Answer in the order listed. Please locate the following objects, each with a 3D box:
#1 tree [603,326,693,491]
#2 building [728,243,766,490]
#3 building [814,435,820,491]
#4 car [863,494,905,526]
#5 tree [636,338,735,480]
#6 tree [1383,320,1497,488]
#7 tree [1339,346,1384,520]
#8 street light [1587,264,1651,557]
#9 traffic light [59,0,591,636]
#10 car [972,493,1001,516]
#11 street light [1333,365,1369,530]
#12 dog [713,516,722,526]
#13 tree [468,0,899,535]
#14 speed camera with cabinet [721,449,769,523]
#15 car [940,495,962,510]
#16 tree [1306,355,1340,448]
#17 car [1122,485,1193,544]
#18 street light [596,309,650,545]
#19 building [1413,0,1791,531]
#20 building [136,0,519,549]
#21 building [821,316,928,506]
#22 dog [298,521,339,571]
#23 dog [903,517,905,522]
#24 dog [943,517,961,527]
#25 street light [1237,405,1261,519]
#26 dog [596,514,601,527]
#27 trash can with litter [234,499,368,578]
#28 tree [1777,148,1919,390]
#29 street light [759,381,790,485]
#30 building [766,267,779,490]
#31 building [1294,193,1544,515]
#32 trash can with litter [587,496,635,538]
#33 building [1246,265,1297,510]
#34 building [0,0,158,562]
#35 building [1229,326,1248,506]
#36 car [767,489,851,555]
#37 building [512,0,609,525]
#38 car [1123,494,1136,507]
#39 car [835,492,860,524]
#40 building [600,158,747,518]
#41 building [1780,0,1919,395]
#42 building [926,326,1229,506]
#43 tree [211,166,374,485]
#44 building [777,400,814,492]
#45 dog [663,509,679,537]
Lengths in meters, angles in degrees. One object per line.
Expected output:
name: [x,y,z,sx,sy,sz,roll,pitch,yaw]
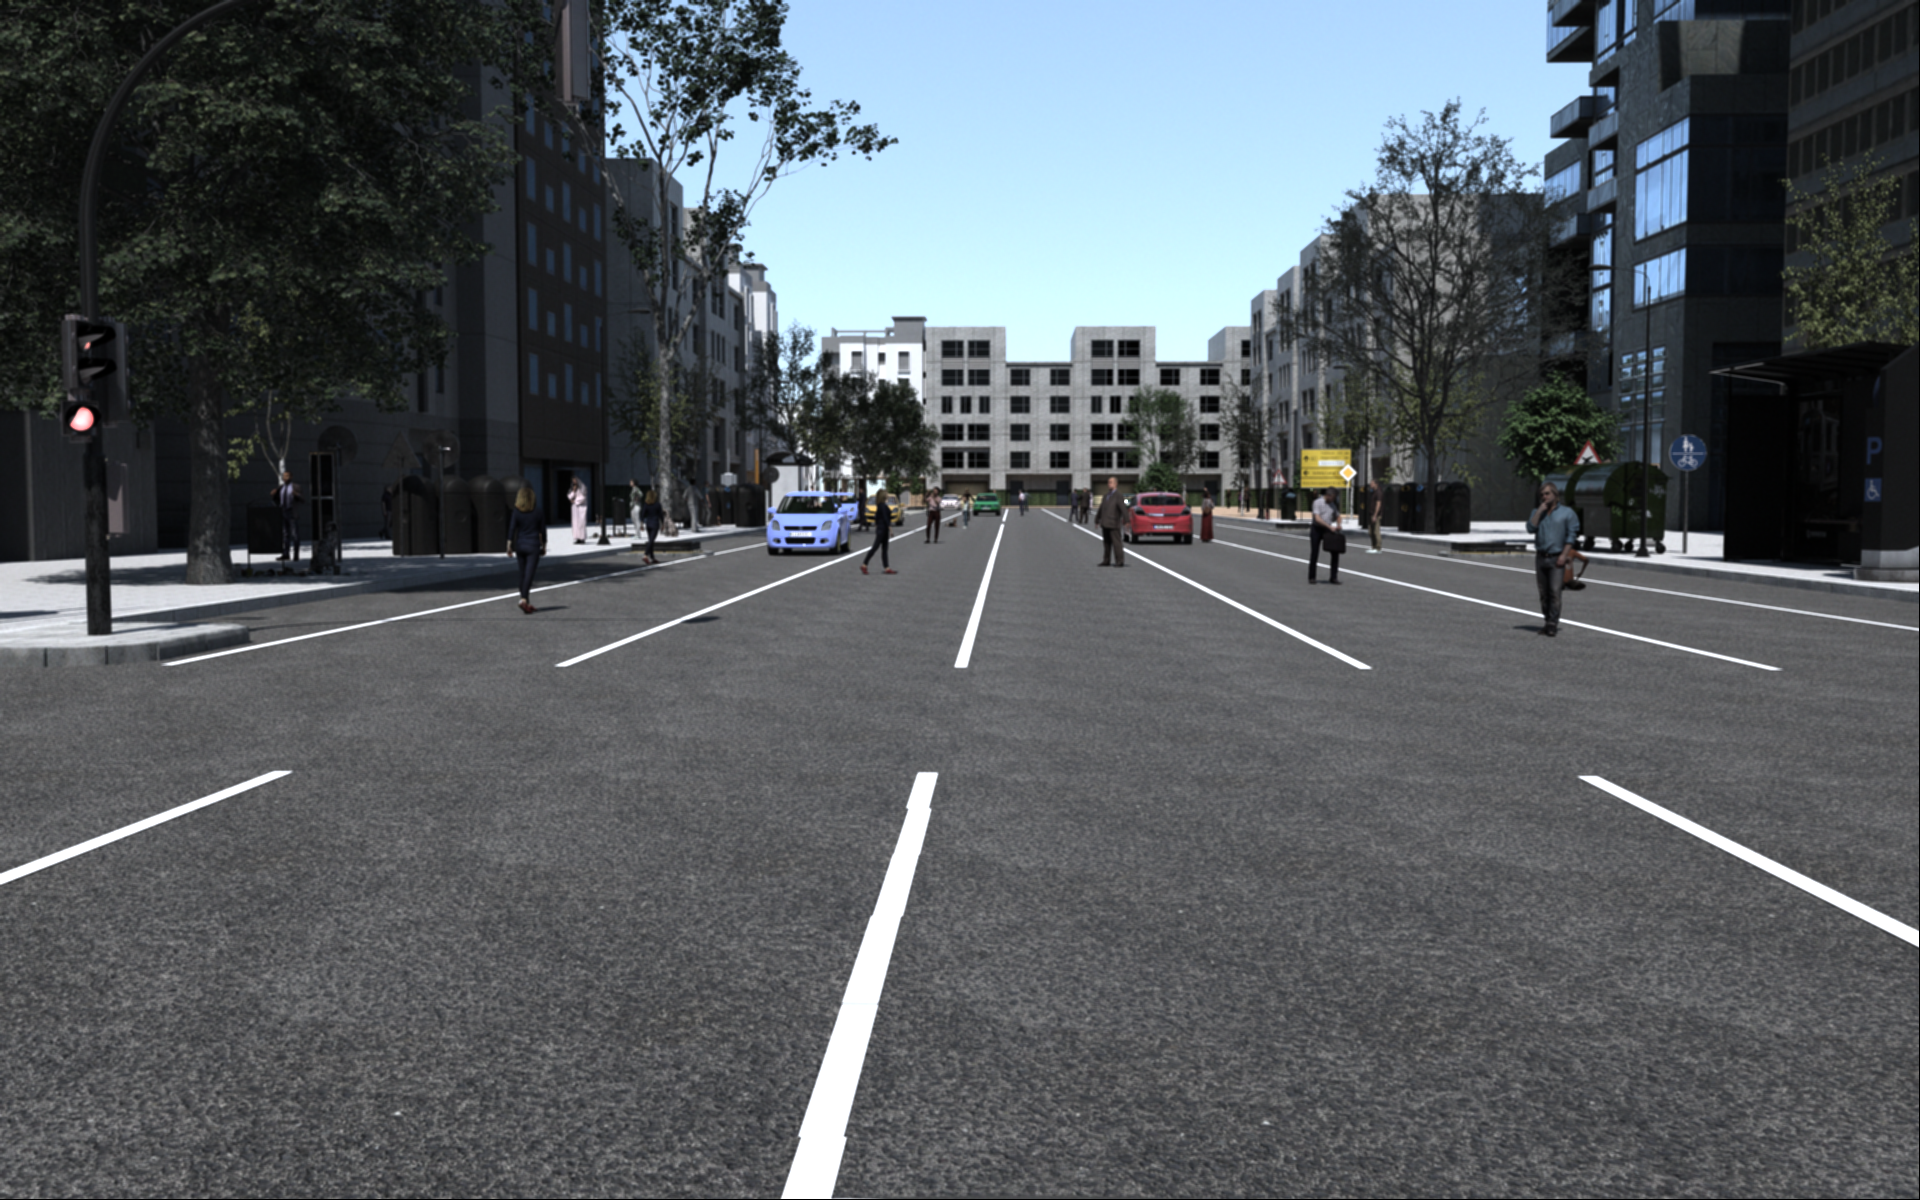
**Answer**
tree: [-13.402,-7.634,75.177,4.737,8.622,4.395,0,3,0]
building: [-23.472,-16.655,128.728,16.016,20.091,11.380,0,4,2]
building: [-29.539,-15.073,188.585,28.070,9.664,9.099,0,4,2]
car: [-3.487,-4.165,78.325,2.015,1.641,3.980,0,4,1]
tree: [-12.702,-7.979,80.825,4.360,8.622,3.978,0,3,0]
tree: [20.027,-7.429,71.832,4.737,8.622,4.395,0,3,0]
tree: [20.279,-7.808,78.015,4.737,8.622,4.395,0,3,0]
street light: [13.384,-3.830,35.166,1.470,5.913,1.316,0,4,2]
traffic light: [-5.730,-2.505,15.629,4.771,5.953,1.251,0,4,2]
car: [1.800,-6.526,115.497,1.959,1.807,4.718,0,4,3]
street light: [14.161,-5.512,62.659,1.470,5.913,1.316,0,4,2]
dog: [-9.817,-3.180,69.730,0.550,0.427,0.748,3,4,38]
tree: [-7.796,-12.097,53.671,12.611,20.169,13.585,0,3,0]
speed camera with cabinet: [-9.484,-5.019,76.395,2.038,3.252,0.660,0,4,-1]
car: [-0.861,-8.790,156.081,2.083,1.381,4.827,0,4,2]
tree: [19.496,-8.316,86.327,4.737,8.622,4.395,0,3,0]
car: [5.769,-2.560,50.898,2.155,1.783,4.494,0,4,1]
street light: [-8.452,-4.342,43.532,1.470,5.913,1.316,0,4,2]
building: [34.413,-46.461,72.302,22.319,86.520,31.000,0,4,2]
building: [-27.641,-31.098,50.450,21.231,58.520,28.212,0,4,2]
building: [-9.147,-20.446,190.705,11.380,20.091,16.016,0,4,2]
dog: [-10.805,-0.899,29.074,0.800,0.831,0.513,-2,4,-29]
dog: [-3.104,-4.417,89.057,0.513,0.831,0.800,0,4,-8]
dog: [-0.358,-3.404,75.849,0.550,0.427,0.748,-3,5,-39]
street light: [15.052,-7.185,90.019,1.470,5.913,1.316,0,4,2]
dog: [-13.856,-3.052,66.732,0.540,0.507,0.406,1,4,16]
trash can with litter: [-10.489,-0.986,27.183,2.233,1.210,1.678,-1,4,-17]
tree: [19.359,-5.300,37.016,4.737,8.622,4.395,0,3,0]
street light: [-7.636,-6.021,70.984,1.470,5.913,1.316,0,4,2]
building: [-22.813,-17.349,140.072,16.016,20.091,11.380,0,4,2]
building: [32.626,-14.933,110.608,16.747,18.905,31.486,0,4,2]
trash can with litter: [-10.411,-2.458,51.241,1.678,1.210,2.233,2,4,28]
building: [34.375,-16.873,142.327,16.747,18.905,31.486,0,4,2]
building: [-24.661,-15.803,30.088,14.160,30.474,14.107,0,4,2]
building: [43.870,-19.801,190.199,31.486,18.905,16.747,0,4,2]
car: [-3.623,-1.967,41.751,1.945,1.707,3.694,0,4,2]
building: [-23.357,-25.810,72.112,14.600,45.320,14.200,0,4,2]
car: [10.832,-6.152,112.391,2.131,1.459,4.920,0,4,3]
car: [-5.705,-4.557,84.100,1.945,1.707,3.694,0,4,1]
building: [-24.017,-14.734,107.359,16.747,18.905,31.486,0,4,2]
building: [34.250,-21.125,37.273,23.993,40.220,32.217,0,4,2]
building: [12.386,-19.832,190.713,31.486,18.905,16.747,0,4,2]
tree: [-14.773,-5.339,37.650,4.737,8.622,4.395,0,3,0]
building: [-27.908,-13.054,155.576,28.070,9.664,9.099,0,4,2]
dog: [-8.716,-2.306,52.079,0.513,0.831,0.800,-1,4,-14]
